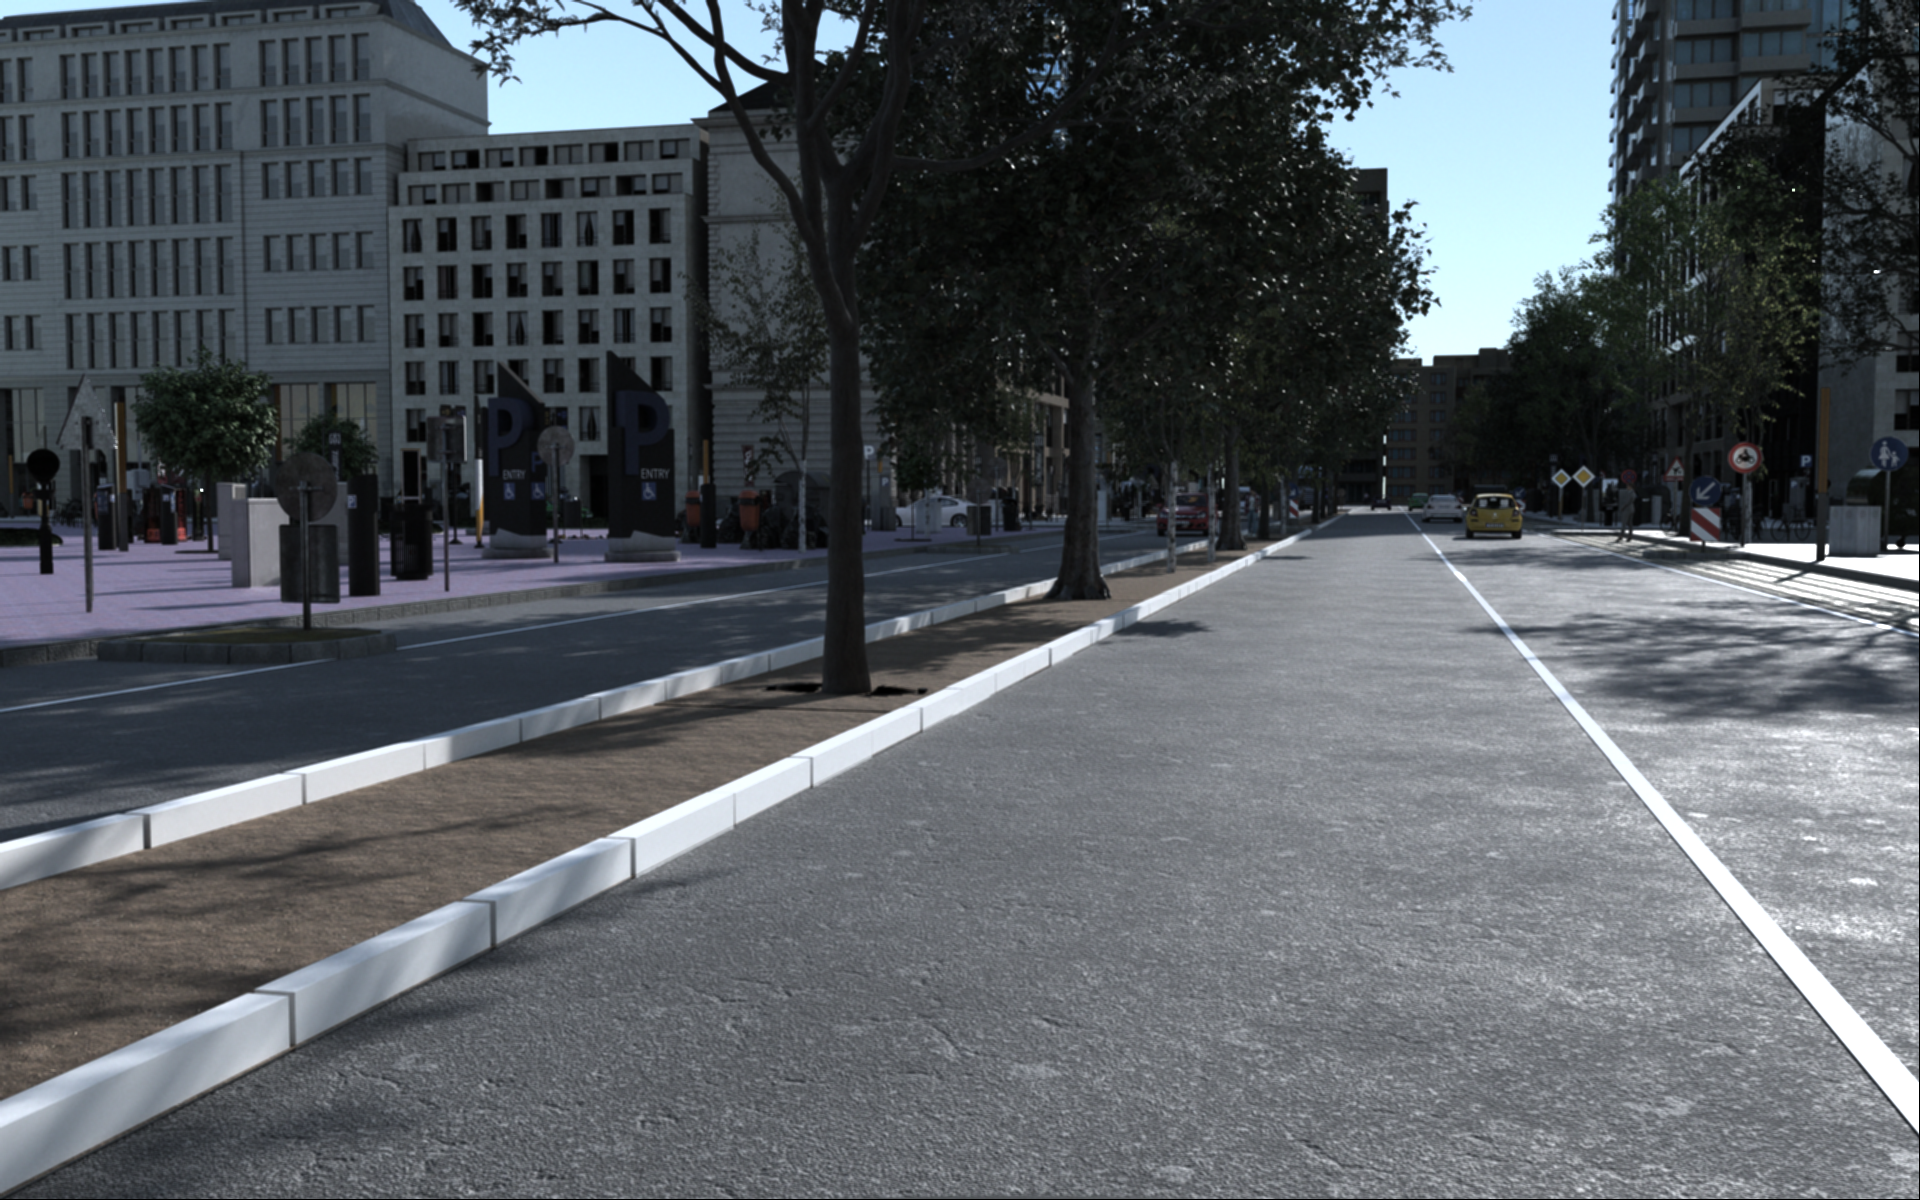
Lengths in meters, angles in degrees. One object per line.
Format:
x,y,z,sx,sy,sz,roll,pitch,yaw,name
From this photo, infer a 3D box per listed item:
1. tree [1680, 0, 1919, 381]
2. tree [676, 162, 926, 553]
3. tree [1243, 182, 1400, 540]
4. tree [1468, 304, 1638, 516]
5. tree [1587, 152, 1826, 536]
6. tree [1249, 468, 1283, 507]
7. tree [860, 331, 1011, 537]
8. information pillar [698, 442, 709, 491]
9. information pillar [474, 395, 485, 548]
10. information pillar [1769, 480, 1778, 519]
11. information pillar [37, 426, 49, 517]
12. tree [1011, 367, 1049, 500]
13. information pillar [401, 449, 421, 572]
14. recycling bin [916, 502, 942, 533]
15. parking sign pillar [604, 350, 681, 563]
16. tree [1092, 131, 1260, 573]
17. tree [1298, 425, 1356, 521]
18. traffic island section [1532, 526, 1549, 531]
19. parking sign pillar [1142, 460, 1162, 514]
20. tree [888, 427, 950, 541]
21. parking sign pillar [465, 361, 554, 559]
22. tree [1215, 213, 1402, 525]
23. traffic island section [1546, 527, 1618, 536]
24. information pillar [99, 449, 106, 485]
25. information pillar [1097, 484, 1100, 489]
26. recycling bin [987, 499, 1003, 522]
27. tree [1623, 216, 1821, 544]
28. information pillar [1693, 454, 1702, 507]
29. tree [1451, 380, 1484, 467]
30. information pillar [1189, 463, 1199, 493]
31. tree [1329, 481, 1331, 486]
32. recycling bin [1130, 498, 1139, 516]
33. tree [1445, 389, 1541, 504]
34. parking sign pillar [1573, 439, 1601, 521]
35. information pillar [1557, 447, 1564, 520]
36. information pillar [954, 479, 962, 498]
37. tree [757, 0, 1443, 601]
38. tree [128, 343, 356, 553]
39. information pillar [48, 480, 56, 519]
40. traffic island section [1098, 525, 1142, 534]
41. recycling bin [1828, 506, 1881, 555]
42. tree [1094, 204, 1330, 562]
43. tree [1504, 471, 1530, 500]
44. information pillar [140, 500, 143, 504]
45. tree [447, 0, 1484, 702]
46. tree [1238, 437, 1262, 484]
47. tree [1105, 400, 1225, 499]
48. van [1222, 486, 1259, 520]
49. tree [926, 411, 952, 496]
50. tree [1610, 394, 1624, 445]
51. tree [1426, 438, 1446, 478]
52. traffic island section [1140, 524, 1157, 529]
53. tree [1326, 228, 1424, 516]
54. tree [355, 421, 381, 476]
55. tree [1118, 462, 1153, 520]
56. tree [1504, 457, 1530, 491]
16.014,-5.653,26.841,8.767,10.594,7.601,0,4,6,tree
-3.655,-5.332,37.534,4.360,8.622,3.978,0,3,0,tree
9.530,-7.659,53.430,9.928,11.665,9.643,0,3,0,tree
34.648,-11.258,101.075,9.611,12.733,9.660,0,3,0,tree
22.336,-7.759,52.621,9.928,11.665,9.643,0,3,0,tree
34.847,-12.960,195.608,4.285,4.588,4.351,0,3,0,tree
-0.961,-6.170,51.235,4.737,8.622,4.395,0,3,0,tree
-11.398,-5.249,77.168,0.504,3.616,0.183,-1,4,-21,information pillar
-11.457,-3.051,41.243,0.183,3.616,0.504,0,4,-5,information pillar
41.784,-5.167,88.971,0.304,2.012,0.304,3,5,41,information pillar
-31.458,-4.163,59.418,0.504,3.616,0.183,2,4,32,information pillar
2.745,-8.426,88.122,4.737,8.622,4.395,0,3,0,tree
-8.941,-1.453,28.249,0.304,2.012,0.304,-1,4,-16,information pillar
-1.026,-2.705,56.773,0.722,1.027,0.722,1,4,13,recycling bin
-6.072,-2.725,33.023,1.447,3.967,1.447,3,5,40,parking sign pillar
3.876,-4.805,31.390,4.360,8.622,3.978,0,3,0,tree
19.088,-8.516,92.052,4.360,8.622,3.978,0,3,0,tree
23.564,-2.792,67.923,2.009,0.180,2.903,1,4,14,traffic island section
12.110,-7.425,109.869,1.447,3.967,1.447,0,4,-6,parking sign pillar
-1.309,-3.222,47.277,1.663,3.219,1.824,0,3,0,tree
-8.905,-2.833,34.797,1.447,3.967,1.447,3,4,37,parking sign pillar
14.134,-10.058,73.560,9.857,13.997,8.962,0,3,0,tree
21.645,-2.317,60.171,2.009,0.180,2.903,1,4,14,traffic island section
-43.492,-5.901,87.841,0.183,3.616,0.504,1,4,10,information pillar
10.123,-7.567,128.215,0.304,2.012,0.304,-1,4,-14,information pillar
1.658,-4.192,81.099,0.722,1.027,0.722,2,4,29,recycling bin
20.216,-5.769,44.684,4.360,8.622,3.978,0,3,0,tree
42.725,-6.670,100.406,0.504,3.616,0.183,-1,4,-14,information pillar
28.366,-9.295,77.723,9.928,11.665,9.643,0,3,0,tree
17.688,-8.481,130.020,0.504,3.616,0.183,0,4,1,information pillar
11.411,-6.598,60.700,4.737,8.622,4.395,0,3,0,tree
10.430,-5.444,101.558,0.722,1.027,0.722,-2,4,-26,recycling bin
41.452,-11.880,128.654,7.601,10.594,8.767,2,4,34,tree
30.487,-5.834,83.864,1.447,3.967,1.447,0,4,-8,parking sign pillar
30.130,-5.837,86.785,0.183,3.616,0.504,2,4,32,information pillar
-0.098,-4.903,84.649,0.304,2.012,0.304,1,4,22,information pillar
1.684,-6.363,23.508,9.611,12.733,9.660,0,3,0,tree
-16.473,-3.322,38.033,4.285,4.588,4.351,0,3,0,tree
-46.795,-5.182,89.221,0.304,2.012,0.304,0,4,-1,information pillar
5.442,-2.562,64.172,2.009,0.180,2.903,1,4,14,traffic island section
18.941,-1.475,36.669,0.722,1.027,0.722,-1,4,-20,recycling bin
5.260,-5.077,35.827,4.737,8.622,4.395,0,3,0,tree
39.426,-7.804,122.200,1.663,3.219,1.824,0,3,0,tree
-34.041,-4.150,72.343,0.304,2.012,0.304,-3,4,-37,information pillar
-0.823,-6.060,11.900,12.009,13.543,11.850,0,3,0,tree
19.918,-13.265,135.017,7.486,12.596,7.792,0,3,0,tree
11.987,-11.244,101.966,7.486,12.596,7.792,0,3,0,tree
15.218,-5.297,93.624,2.013,2.044,4.112,1,4,14,van
-1.261,-7.652,75.473,4.360,8.622,3.978,0,3,0,tree
44.611,-9.981,113.552,4.360,8.622,3.978,0,3,0,tree
62.293,-17.114,214.232,8.767,10.594,7.601,0,4,-3,tree
7.361,-3.036,71.924,2.009,0.180,2.903,1,4,14,traffic island section
22.633,-15.456,111.053,12.611,20.169,13.585,0,3,0,tree
-23.040,-4.889,63.649,4.285,4.588,4.351,0,3,0,tree
8.716,-5.534,85.090,1.663,3.219,1.824,0,3,0,tree
47.069,-12.107,148.315,4.737,8.622,4.395,0,3,0,tree
